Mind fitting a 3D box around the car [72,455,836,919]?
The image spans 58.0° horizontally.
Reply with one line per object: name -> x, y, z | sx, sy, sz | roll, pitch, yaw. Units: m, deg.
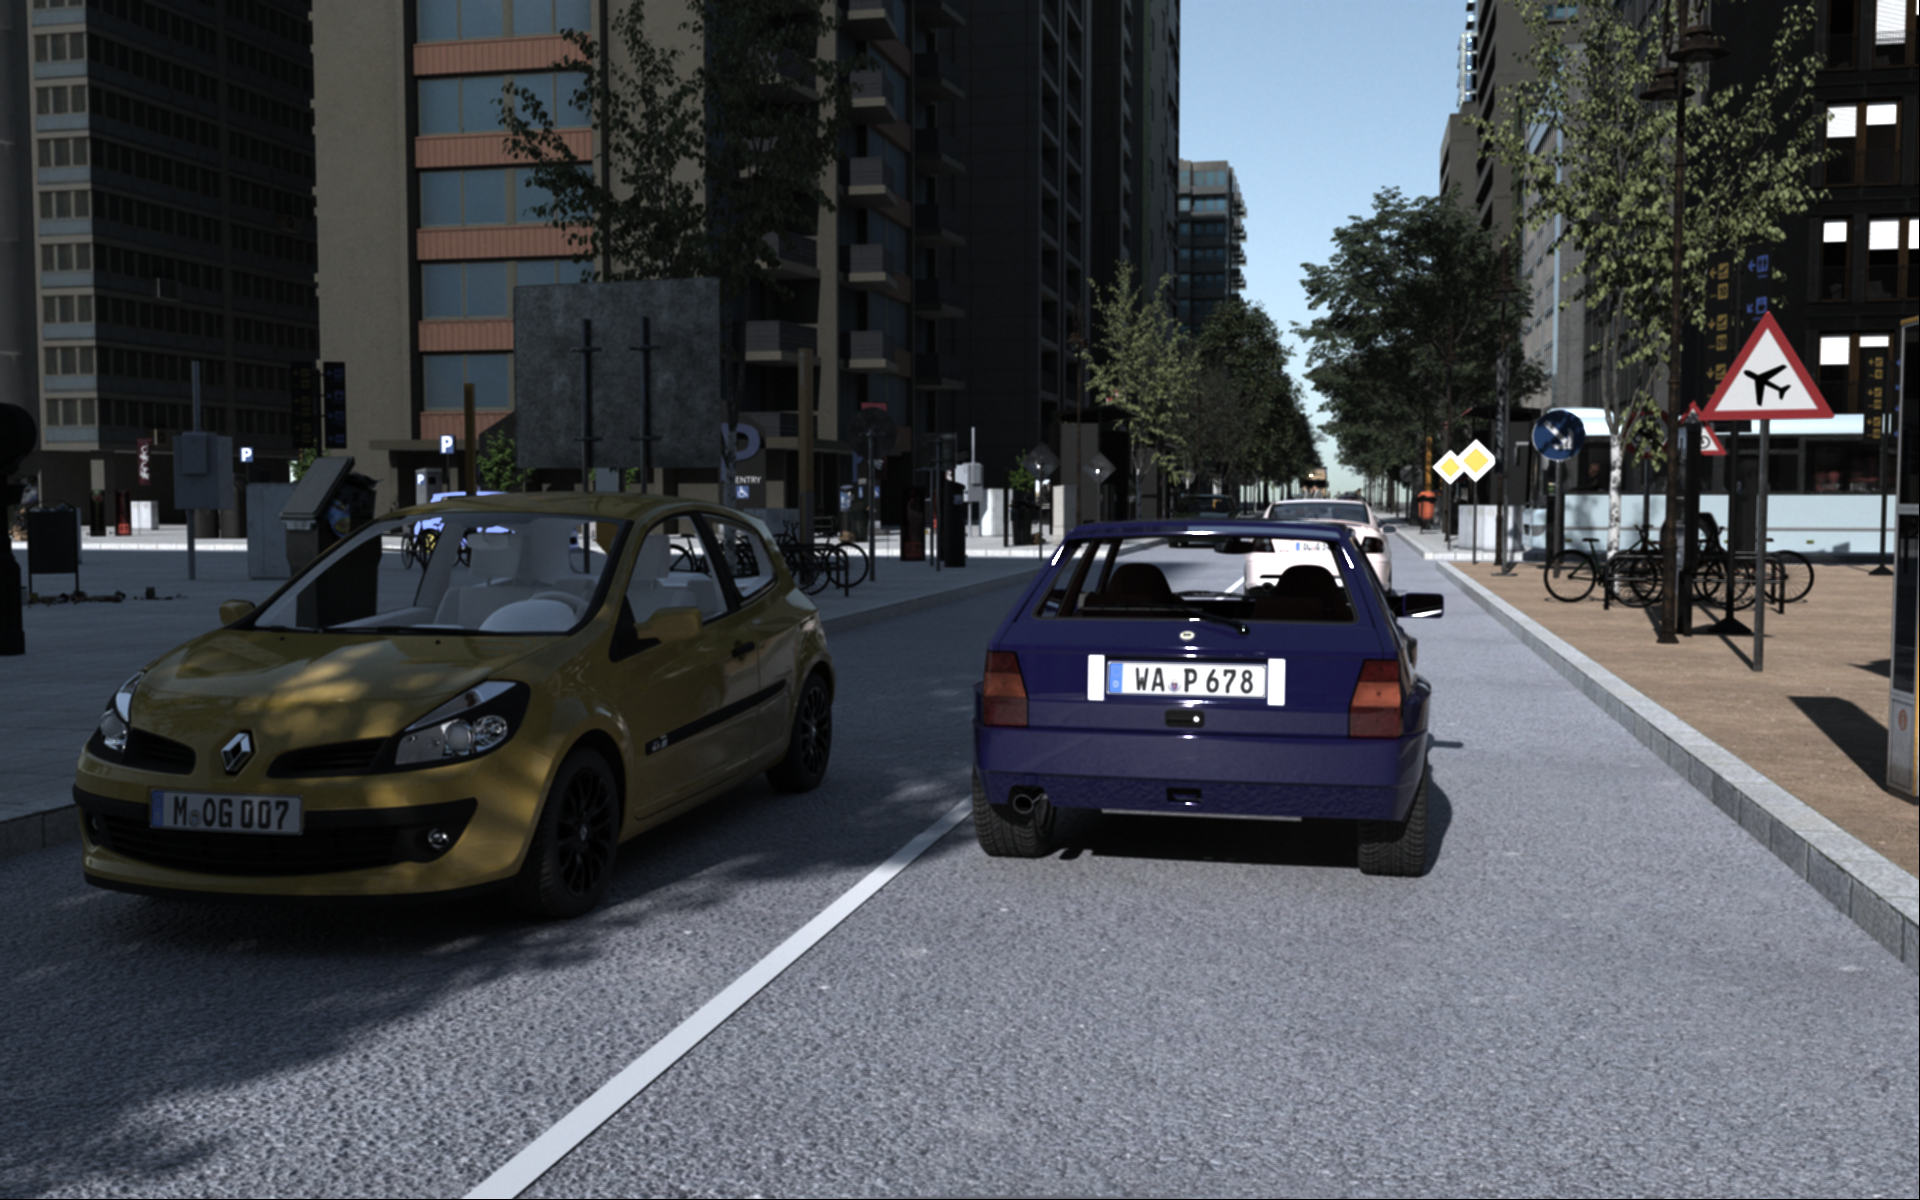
car -> -1.814, 0.185, 7.200 | 2.015, 1.641, 3.980 | 1, 4, 13

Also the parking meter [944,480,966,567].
parking meter -> -0.091, -1.348, 30.454 | 0.372, 1.533, 0.369 | 0, 3, 0

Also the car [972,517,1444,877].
car -> 1.234, 0.282, 7.973 | 1.945, 1.354, 3.894 | 1, 4, 13

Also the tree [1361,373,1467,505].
tree -> 26.272, -9.191, 100.633 | 4.360, 8.622, 3.978 | 0, 3, 0

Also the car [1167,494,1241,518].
car -> 6.719, -2.300, 47.393 | 2.009, 1.686, 4.222 | 1, 4, 14

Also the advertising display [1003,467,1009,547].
advertising display -> 1.124, -2.269, 42.305 | 0.123, 1.923, 0.974 | 0, 4, 1

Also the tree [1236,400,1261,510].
tree -> 24.927, -12.787, 143.474 | 8.767, 10.594, 7.601 | 1, 4, 16

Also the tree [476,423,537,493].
tree -> -12.322, -3.211, 47.102 | 1.663, 3.219, 1.824 | 0, 3, 0

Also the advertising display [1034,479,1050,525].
advertising display -> 3.592, -4.096, 72.189 | 0.974, 1.923, 0.123 | 1, 4, 15

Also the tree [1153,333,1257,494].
tree -> 10.548, -7.865, 78.948 | 4.360, 8.622, 3.978 | 0, 3, 0

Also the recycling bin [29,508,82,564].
recycling bin -> -16.601, -1.176, 31.785 | 0.722, 1.027, 0.722 | -3, 5, -40

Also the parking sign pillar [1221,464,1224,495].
parking sign pillar -> 16.563, -7.466, 110.533 | 1.447, 3.967, 1.447 | 1, 4, 14

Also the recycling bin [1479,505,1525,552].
recycling bin -> 12.154, -1.601, 38.725 | 0.722, 1.027, 0.722 | 2, 4, 35

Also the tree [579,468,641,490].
tree -> -9.434, -3.228, 47.386 | 1.663, 3.219, 1.824 | 0, 3, 0

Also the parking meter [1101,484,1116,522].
parking meter -> 3.794, -2.194, 44.286 | 0.372, 1.533, 0.369 | 0, 3, 0

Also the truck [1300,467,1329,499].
truck -> 36.902, -11.699, 180.189 | 2.839, 4.237, 11.283 | 1, 4, 12

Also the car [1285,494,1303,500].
car -> 26.318, -7.521, 134.973 | 2.014, 1.417, 4.499 | 1, 4, 14

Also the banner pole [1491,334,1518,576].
banner pole -> 8.430, -2.257, 26.926 | 0.401, 3.779, 0.863 | 2, 4, 34

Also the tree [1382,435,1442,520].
tree -> 22.850, -6.291, 86.572 | 4.285, 4.588, 4.351 | 0, 3, 0

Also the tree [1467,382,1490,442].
tree -> 32.502, -9.623, 107.698 | 4.360, 8.622, 3.978 | 0, 3, 0

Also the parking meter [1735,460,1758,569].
parking meter -> 13.525, -1.476, 29.837 | 0.255, 1.863, 0.399 | 0, 4, -1

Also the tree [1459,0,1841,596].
tree -> 8.475, -4.354, 21.546 | 4.737, 8.622, 4.395 | 0, 3, 0

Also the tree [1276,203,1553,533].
tree -> 15.606, -7.464, 56.445 | 7.601, 10.594, 8.767 | -1, 4, -12

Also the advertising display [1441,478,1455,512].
advertising display -> 17.723, -3.528, 62.900 | 0.123, 1.923, 0.974 | 3, 4, 36

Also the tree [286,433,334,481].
tree -> -19.945, -3.589, 53.281 | 1.663, 3.219, 1.824 | 0, 3, 0

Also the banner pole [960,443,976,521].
banner pole -> 0.377, -5.746, 83.959 | 0.863, 3.779, 0.401 | 0, 4, -2

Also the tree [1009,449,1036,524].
tree -> 2.725, -4.878, 74.353 | 1.663, 3.219, 1.824 | 0, 3, 0

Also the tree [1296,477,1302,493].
tree -> 49.359, -18.357, 250.499 | 4.360, 8.622, 3.978 | 0, 3, 0

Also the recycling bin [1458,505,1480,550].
recycling bin -> 12.017, -1.683, 40.066 | 0.722, 1.027, 0.722 | -1, 4, -14

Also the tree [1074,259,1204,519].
tree -> 5.613, -6.339, 54.000 | 4.737, 8.622, 4.395 | 0, 3, 0

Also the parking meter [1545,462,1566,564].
parking meter -> 10.917, -1.593, 31.752 | 0.255, 1.863, 0.399 | 2, 4, 31

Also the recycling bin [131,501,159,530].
recycling bin -> -29.119, -3.016, 61.871 | 0.722, 1.027, 0.722 | 0, 4, -6

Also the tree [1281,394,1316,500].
tree -> 38.181, -17.960, 204.017 | 12.009, 13.543, 11.850 | 0, 3, 0

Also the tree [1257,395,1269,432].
tree -> 12.903, -8.264, 85.478 | 4.360, 8.622, 3.978 | 0, 3, 0

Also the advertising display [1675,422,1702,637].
advertising display -> 6.663, -0.658, 15.980 | 0.123, 1.923, 0.974 | 1, 4, 13

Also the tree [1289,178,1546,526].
tree -> 18.385, -9.971, 69.680 | 9.857, 13.997, 8.962 | 0, 3, 0

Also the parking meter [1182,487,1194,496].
parking meter -> 8.531, -3.434, 64.557 | 0.372, 1.533, 0.369 | 0, 3, 0

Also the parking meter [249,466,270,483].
parking meter -> -14.485, -1.845, 35.876 | 0.399, 1.863, 0.255 | 2, 4, 31

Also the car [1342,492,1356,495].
car -> 57.235, -15.026, 254.345 | 2.281, 1.827, 5.304 | 1, 4, 11

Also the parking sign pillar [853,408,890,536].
parking sign pillar -> -2.894, -3.990, 53.716 | 1.447, 3.967, 1.447 | -2, 4, -24

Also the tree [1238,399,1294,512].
tree -> 20.688, -10.394, 120.298 | 4.737, 8.622, 4.395 | 0, 3, 0

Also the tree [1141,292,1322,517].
tree -> 15.532, -11.112, 98.687 | 9.611, 12.733, 9.660 | 0, 3, 0

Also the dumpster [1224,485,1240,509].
dumpster -> 17.733, -6.619, 113.973 | 1.264, 1.857, 1.865 | 1, 4, 13

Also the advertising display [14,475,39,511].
advertising display -> -32.066, -3.322, 59.530 | 0.123, 1.923, 0.974 | 1, 4, 12

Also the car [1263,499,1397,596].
car -> 4.868, -0.680, 23.488 | 2.083, 1.381, 4.827 | 1, 4, 12

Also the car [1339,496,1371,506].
car -> 18.579, -4.265, 82.313 | 1.945, 1.354, 3.894 | 1, 4, 11

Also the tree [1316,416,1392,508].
tree -> 39.857, -15.325, 160.937 | 12.009, 13.543, 11.850 | 0, 3, 0

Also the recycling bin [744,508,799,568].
recycling bin -> -3.269, -1.071, 30.063 | 0.722, 1.027, 0.722 | -3, 5, -43

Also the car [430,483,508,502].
car -> -10.737, -1.876, 40.271 | 3.694, 1.707, 1.945 | 1, 4, 11

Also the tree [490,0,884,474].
tree -> -2.873, -4.259, 20.005 | 4.737, 8.622, 4.395 | 0, 3, 0

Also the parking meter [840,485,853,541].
parking meter -> -3.094, -2.379, 47.304 | 0.372, 1.533, 0.369 | 0, 3, 0

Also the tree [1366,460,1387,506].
tree -> 44.536, -14.149, 181.703 | 4.737, 8.622, 4.395 | 0, 3, 0

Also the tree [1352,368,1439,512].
tree -> 31.664, -12.299, 126.836 | 9.928, 11.665, 9.643 | 0, 3, 0

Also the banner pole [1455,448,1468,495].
banner pole -> 24.198, -5.736, 83.803 | 0.863, 3.779, 0.401 | 3, 5, 40
